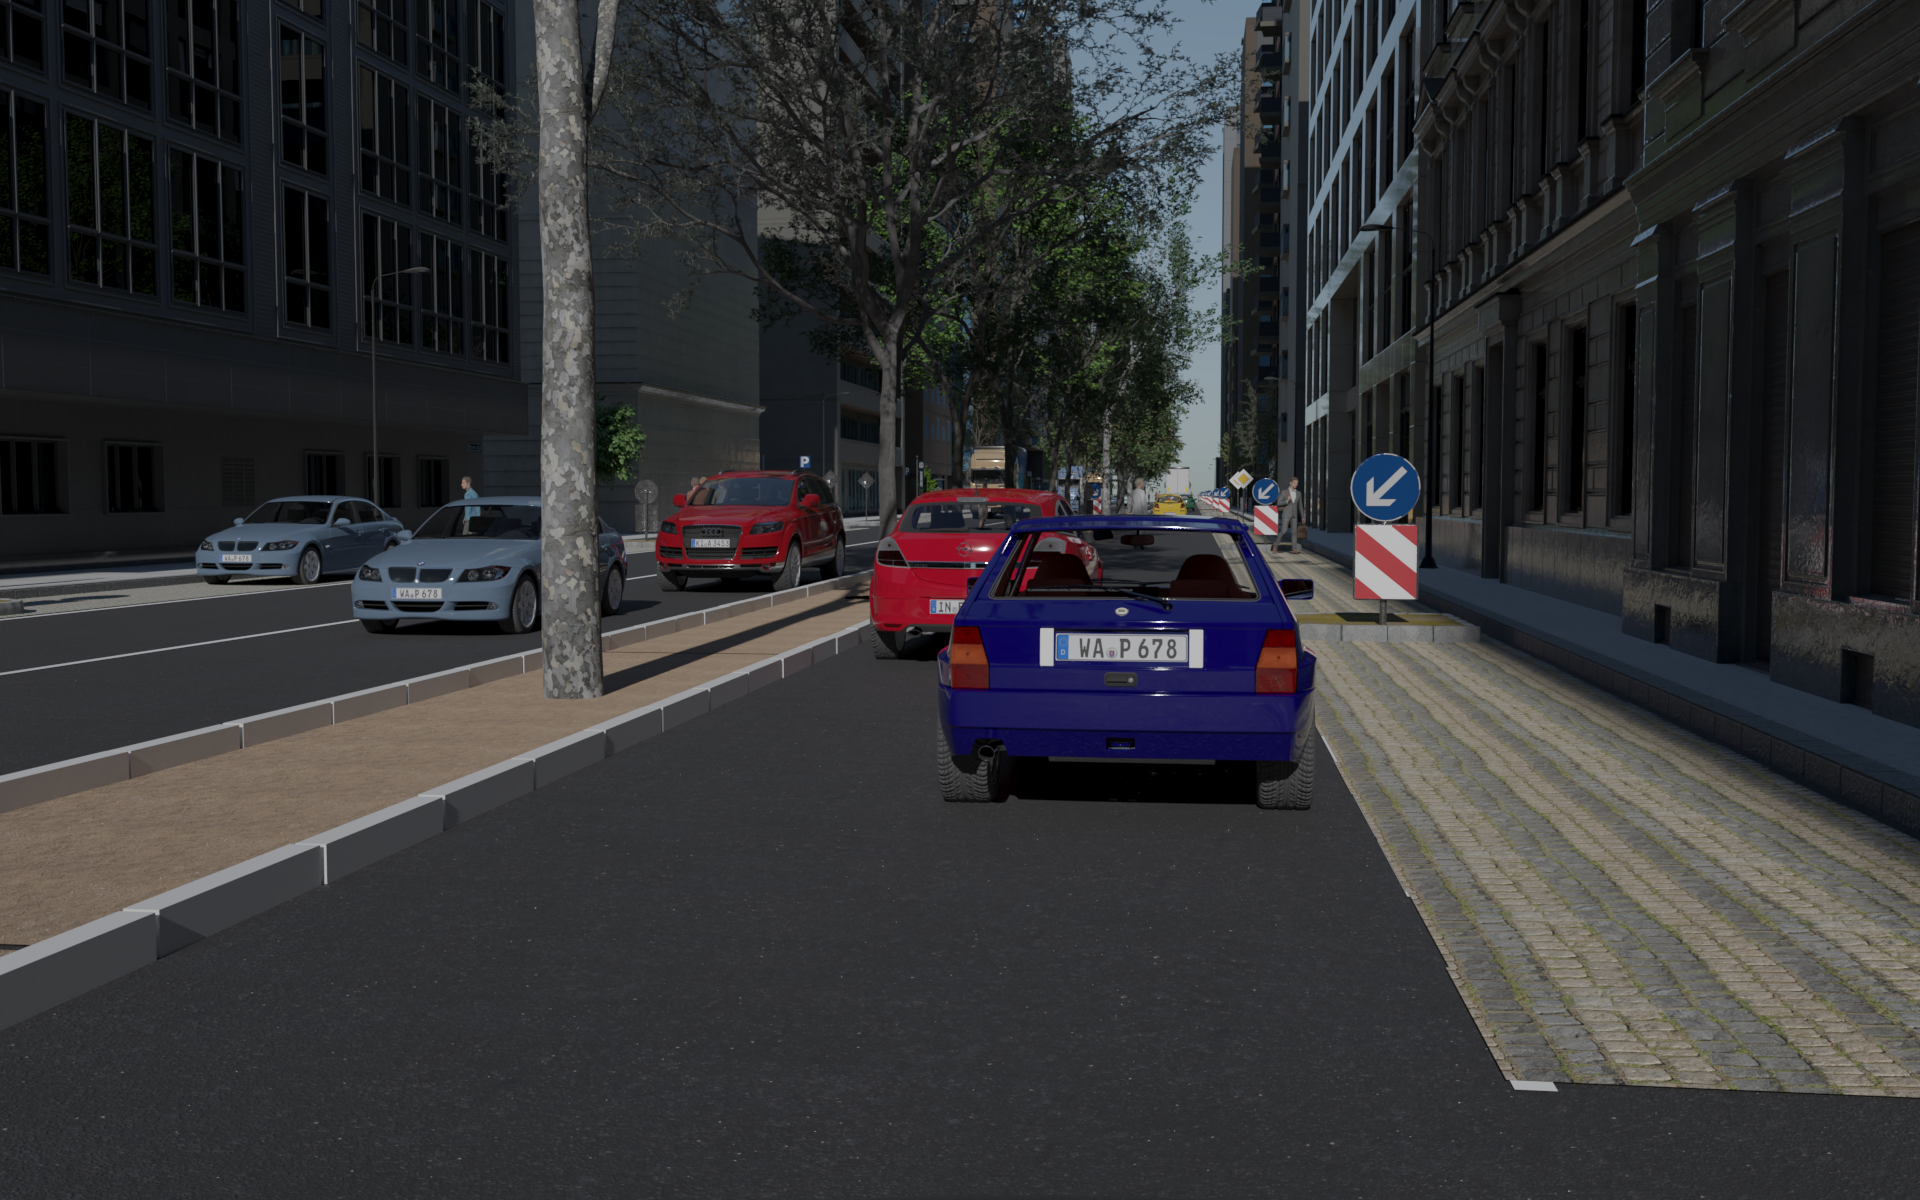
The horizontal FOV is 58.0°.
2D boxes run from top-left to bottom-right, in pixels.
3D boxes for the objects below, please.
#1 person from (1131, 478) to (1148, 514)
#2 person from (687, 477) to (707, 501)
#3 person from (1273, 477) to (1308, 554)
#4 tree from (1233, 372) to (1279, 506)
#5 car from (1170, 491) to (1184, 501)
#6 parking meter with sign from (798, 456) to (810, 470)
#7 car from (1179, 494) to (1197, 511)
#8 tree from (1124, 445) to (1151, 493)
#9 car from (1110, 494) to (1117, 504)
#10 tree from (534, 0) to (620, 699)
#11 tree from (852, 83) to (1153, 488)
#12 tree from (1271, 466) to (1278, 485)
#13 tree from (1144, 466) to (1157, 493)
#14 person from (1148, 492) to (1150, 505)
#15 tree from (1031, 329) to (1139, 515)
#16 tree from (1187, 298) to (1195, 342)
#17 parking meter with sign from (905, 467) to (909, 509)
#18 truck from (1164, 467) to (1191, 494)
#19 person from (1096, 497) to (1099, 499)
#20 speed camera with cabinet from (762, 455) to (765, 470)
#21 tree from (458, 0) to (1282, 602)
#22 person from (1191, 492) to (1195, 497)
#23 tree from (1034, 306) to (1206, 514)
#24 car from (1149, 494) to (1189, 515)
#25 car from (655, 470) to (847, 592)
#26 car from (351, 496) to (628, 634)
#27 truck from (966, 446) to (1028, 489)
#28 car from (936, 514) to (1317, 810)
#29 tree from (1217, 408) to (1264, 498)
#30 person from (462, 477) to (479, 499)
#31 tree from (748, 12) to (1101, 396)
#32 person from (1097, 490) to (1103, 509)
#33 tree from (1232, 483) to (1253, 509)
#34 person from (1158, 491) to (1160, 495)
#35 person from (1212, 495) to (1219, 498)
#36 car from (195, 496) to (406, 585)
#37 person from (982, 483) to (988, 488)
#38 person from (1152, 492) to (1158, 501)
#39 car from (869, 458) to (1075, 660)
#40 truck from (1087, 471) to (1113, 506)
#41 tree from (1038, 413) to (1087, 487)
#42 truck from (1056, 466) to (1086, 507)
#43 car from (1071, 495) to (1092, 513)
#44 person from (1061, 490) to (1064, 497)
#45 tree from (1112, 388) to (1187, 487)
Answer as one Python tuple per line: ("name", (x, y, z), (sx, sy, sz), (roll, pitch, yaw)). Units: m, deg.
("person", (4.583, -2.208, 44.485), (0.514, 1.842, 0.818), (2, 4, 34))
("person", (-5.978, -1.929, 40.009), (0.573, 1.828, 0.580), (1, 4, 21))
("person", (7.807, -1.988, 40.960), (0.622, 1.834, 0.822), (-2, 4, -25))
("tree", (18.417, -9.486, 105.461), (4.360, 8.622, 3.978), (0, 3, 0))
("car", (15.841, -7.337, 130.183), (2.015, 1.641, 3.980), (0, 4, 8))
("parking meter with sign", (-7.459, -5.116, 79.909), (0.543, 3.016, 1.738), (-2, 4, -25))
("car", (18.833, -8.169, 145.353), (2.131, 1.459, 4.920), (0, 4, 8))
("tree", (14.877, -11.621, 142.815), (4.737, 8.622, 4.395), (0, 3, 0))
("car", (22.452, -14.856, 254.890), (2.014, 1.417, 4.499), (0, 4, 7))
("tree", (-1.635, -9.312, 10.600), (12.611, 20.169, 13.585), (0, 3, 0))
("tree", (1.161, -6.977, 42.284), (9.928, 11.665, 9.643), (0, 3, 0))
("tree", (19.097, -6.548, 101.669), (1.663, 3.219, 1.824), (0, 3, 0))
("tree", (9.890, -9.401, 106.531), (4.360, 8.622, 3.978), (0, 3, 0))
("person", (24.477, -13.153, 224.464), (0.530, 1.710, 0.541), (2, 4, 23))
("tree", (4.707, -6.952, 66.480), (4.360, 8.622, 3.978), (0, 3, 0))
("tree", (2.632, -6.983, 51.047), (8.767, 10.594, 7.601), (0, 4, 8))
("parking meter with sign", (-4.154, -7.079, 112.007), (1.738, 3.016, 0.543), (2, 4, 30))
("truck", (23.081, -11.923, 183.855), (2.839, 4.237, 11.283), (0, 4, 7))
("person", (14.466, -10.597, 182.681), (0.541, 1.710, 0.530), (-1, 4, -9))
("speed camera with cabinet", (-9.234, -5.714, 87.751), (2.038, 3.252, 0.660), (0, 4, 7))
("tree", (-0.979, -6.751, 23.212), (12.009, 13.543, 11.850), (0, 3, 0))
("person", (38.468, -17.068, 287.564), (1.348, 1.823, 0.705), (-2, 4, -34))
("tree", (9.239, -11.003, 99.358), (9.611, 12.733, 9.660), (0, 3, 0))
("car", (10.747, -4.817, 88.979), (2.015, 1.641, 3.980), (0, 4, 6))
("car", (-3.150, -1.118, 26.954), (2.281, 1.827, 5.304), (0, 4, 8))
("car", (-5.088, -0.447, 19.316), (2.014, 1.417, 4.499), (0, 4, 7))
("truck", (2.305, -6.974, 102.930), (2.839, 4.237, 11.283), (0, 4, 7))
("car", (0.938, 0.202, 9.284), (1.945, 1.354, 3.894), (0, 4, 8))
("tree", (23.873, -11.964, 145.979), (4.737, 8.622, 4.395), (0, 3, 0))
("person", (-9.950, -1.625, 35.405), (0.444, 1.785, 0.601), (-1, 4, -18))
("tree", (-0.174, -5.890, 33.169), (8.767, 10.594, 7.601), (0, 4, 8))
("person", (14.069, -9.885, 170.208), (1.350, 1.814, 0.705), (1, 4, 19))
("tree", (25.150, -9.750, 154.009), (1.663, 3.219, 1.824), (0, 3, 0))
("person", (24.533, -12.479, 212.401), (0.599, 1.838, 0.709), (1, 4, 10))
("person", (26.547, -10.489, 180.540), (0.990, 1.755, 0.434), (-1, 4, -16))
("car", (-10.819, -1.024, 28.741), (2.014, 1.417, 4.499), (0, 4, 8))
("person", (0.769, -2.858, 55.567), (0.374, 1.781, 0.599), (3, 5, 40))
("person", (25.692, -13.354, 227.558), (1.217, 1.743, 0.721), (-3, 5, -39))
("car", (0.353, -0.447, 16.346), (2.155, 1.783, 4.494), (1, 4, 8))
("truck", (16.866, -13.507, 209.749), (2.839, 4.237, 11.283), (1, 4, 9))
("tree", (13.375, -19.002, 228.815), (7.486, 12.596, 7.792), (0, 3, 0))
("truck", (11.369, -11.183, 172.599), (2.967, 4.110, 18.799), (0, 4, 6))
("car", (9.506, -7.386, 132.766), (2.014, 1.417, 4.499), (1, 4, 8))
("person", (9.576, -9.326, 160.965), (0.705, 1.826, 1.348), (0, 4, 2))
("tree", (15.595, -13.975, 149.068), (7.486, 12.596, 7.792), (0, 3, 0))
